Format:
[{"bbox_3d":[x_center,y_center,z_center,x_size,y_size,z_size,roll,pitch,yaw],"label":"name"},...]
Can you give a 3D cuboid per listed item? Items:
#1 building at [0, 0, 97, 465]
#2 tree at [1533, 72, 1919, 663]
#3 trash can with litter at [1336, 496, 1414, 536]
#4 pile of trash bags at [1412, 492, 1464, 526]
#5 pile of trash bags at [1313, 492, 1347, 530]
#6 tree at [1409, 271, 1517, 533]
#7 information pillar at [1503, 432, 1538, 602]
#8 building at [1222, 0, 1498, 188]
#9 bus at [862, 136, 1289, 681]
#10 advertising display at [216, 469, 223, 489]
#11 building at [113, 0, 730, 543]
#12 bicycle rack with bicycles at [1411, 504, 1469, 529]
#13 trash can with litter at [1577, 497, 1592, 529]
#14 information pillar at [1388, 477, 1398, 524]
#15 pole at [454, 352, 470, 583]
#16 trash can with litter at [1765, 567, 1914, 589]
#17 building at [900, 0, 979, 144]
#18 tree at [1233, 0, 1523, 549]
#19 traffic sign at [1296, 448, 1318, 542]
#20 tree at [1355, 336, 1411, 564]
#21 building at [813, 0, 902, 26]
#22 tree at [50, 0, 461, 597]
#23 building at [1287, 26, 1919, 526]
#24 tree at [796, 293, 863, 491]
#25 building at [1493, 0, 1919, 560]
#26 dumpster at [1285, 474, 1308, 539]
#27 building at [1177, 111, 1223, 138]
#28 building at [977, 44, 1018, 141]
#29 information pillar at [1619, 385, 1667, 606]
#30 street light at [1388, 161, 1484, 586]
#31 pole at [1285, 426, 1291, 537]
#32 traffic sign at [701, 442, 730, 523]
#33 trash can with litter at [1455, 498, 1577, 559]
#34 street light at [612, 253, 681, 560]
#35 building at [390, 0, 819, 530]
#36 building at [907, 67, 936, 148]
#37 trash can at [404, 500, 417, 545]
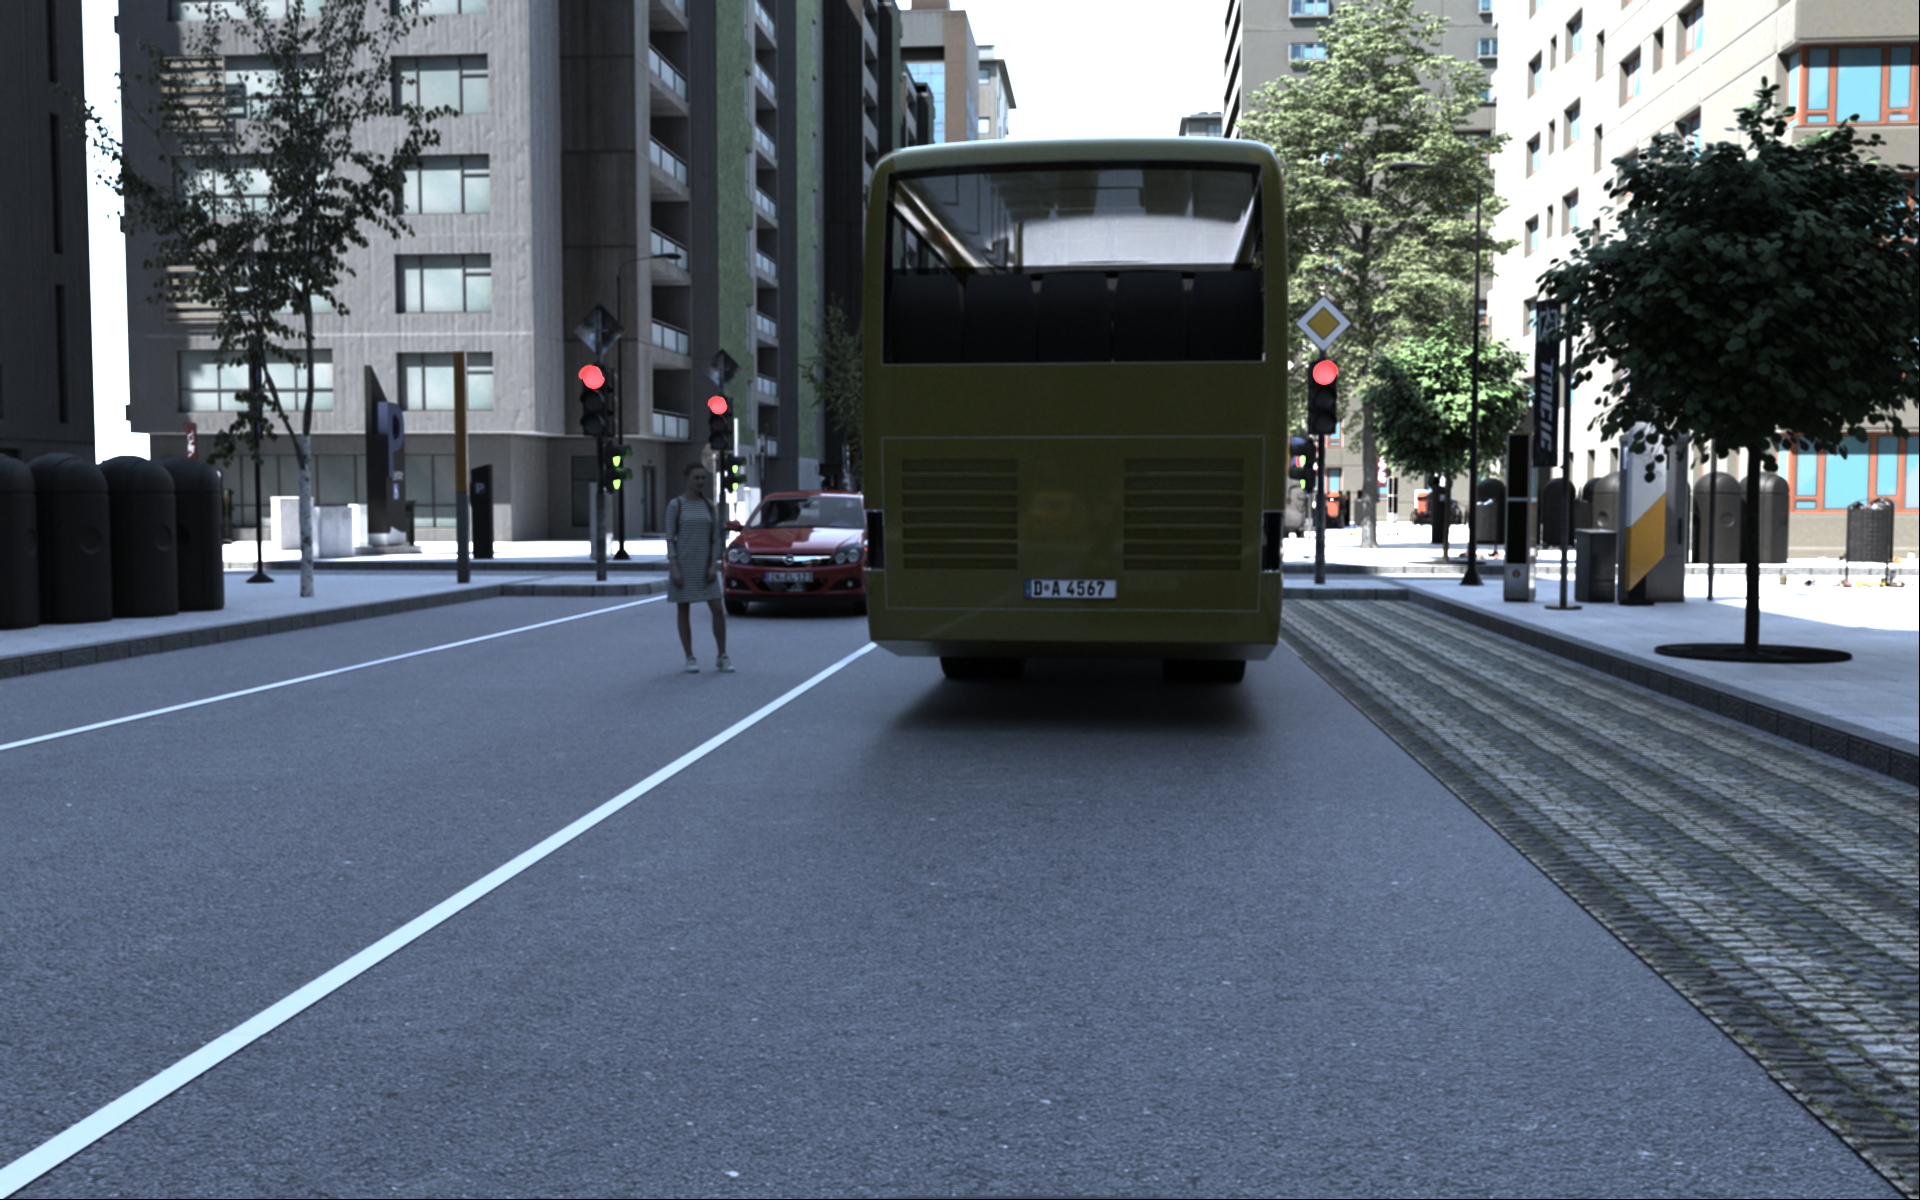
[{"bbox_3d":[-34.256,-16.828,46.847,14.107,30.474,14.160,0,4,5],"label":"building"},{"bbox_3d":[6.304,-1.838,13.769,4.285,4.588,4.351,0,3,0],"label":"tree"},{"bbox_3d":[12.683,-2.556,52.844,2.233,1.210,1.678,1,4,20],"label":"trash can with litter"},{"bbox_3d":[19.673,-3.800,71.875,1.912,1.369,3.447,2,4,33],"label":"pile of trash bags"},{"bbox_3d":[13.297,-3.300,63.715,1.912,1.369,3.447,0,4,-6],"label":"pile of trash bags"},{"bbox_3d":[15.907,-6.469,56.136,4.737,8.622,4.395,0,3,0],"label":"tree"},{"bbox_3d":[6.691,-0.988,20.654,0.304,2.012,0.304,2,4,34],"label":"information pillar"},{"bbox_3d":[30.905,-30.914,129.143,21.300,48.544,21.600,0,4,5],"label":"building"},{"bbox_3d":[1.371,-1.509,16.213,2.896,3.916,12.252,0,4,7],"label":"bus"},{"bbox_3d":[-19.602,-2.422,44.818,0.974,1.923,0.123,-2,4,-27],"label":"advertising display"},{"bbox_3d":[-14.488,-22.459,50.802,14.154,41.232,14.086,0,4,5],"label":"building"},{"bbox_3d":[18.214,-3.122,64.431,2.852,0.926,2.925,0,4,2],"label":"bicycle rack with bicycles"},{"bbox_3d":[14.232,-1.812,40.690,2.233,1.210,1.678,-1,4,-22],"label":"trash can with litter"},{"bbox_3d":[18.568,-4.268,74.273,0.304,2.012,0.304,-2,4,-31],"label":"information pillar"},{"bbox_3d":[-7.170,-1.902,24.937,0.158,3.312,0.155,0,3,0],"label":"pole"},{"bbox_3d":[12.185,-0.799,24.117,2.233,1.210,1.678,1,4,18],"label":"trash can with litter"},{"bbox_3d":[-5.704,-31.139,159.232,14.600,45.320,14.200,0,4,5],"label":"building"},{"bbox_3d":[9.175,-7.437,39.717,7.486,12.596,7.792,0,3,0],"label":"tree"},{"bbox_3d":[9.282,-2.803,45.928,0.768,2.556,0.104,1,4,11],"label":"traffic sign"},{"bbox_3d":[8.869,-2.937,31.726,4.285,4.588,4.351,0,3,0],"label":"tree"},{"bbox_3d":[-10.936,-19.779,95.089,14.160,30.474,14.107,0,4,5],"label":"building"},{"bbox_3d":[-8.399,-4.343,21.376,4.360,8.622,3.978,0,3,0],"label":"tree"},{"bbox_3d":[31.516,-15.070,91.439,27.650,21.520,28.899,0,4,5],"label":"building"},{"bbox_3d":[-3.905,-6.950,63.995,4.737,8.622,4.395,0,3,0],"label":"tree"},{"bbox_3d":[31.759,-12.283,45.868,28.899,21.520,27.650,0,4,5],"label":"building"},{"bbox_3d":[9.429,-2.725,50.308,1.264,1.857,1.865,0,4,5],"label":"dumpster"},{"bbox_3d":[43.734,-39.468,234.540,28.713,52.752,27.495,0,4,5],"label":"building"},{"bbox_3d":[-8.042,-37.939,209.533,28.713,52.752,27.495,0,4,5],"label":"building"},{"bbox_3d":[7.893,-1.747,19.916,0.504,3.616,0.183,-1,4,-17],"label":"information pillar"},{"bbox_3d":[6.683,-3.167,24.317,1.470,5.913,1.316,0,4,5],"label":"street light"},{"bbox_3d":[9.690,-3.522,51.425,0.158,3.312,0.155,0,3,0],"label":"pole"},{"bbox_3d":[-5.853,-2.530,41.472,0.768,2.556,0.104,1,4,13],"label":"traffic sign"},{"bbox_3d":[10.980,-1.460,34.923,2.233,1.210,1.678,0,4,3],"label":"trash can with litter"},{"bbox_3d":[-6.055,-3.730,33.533,1.470,5.913,1.316,0,4,5],"label":"street light"},{"bbox_3d":[-14.142,-23.811,72.903,14.154,41.232,14.086,0,4,5],"label":"building"},{"bbox_3d":[-9.331,-21.111,116.865,14.160,30.474,14.107,0,4,5],"label":"building"},{"bbox_3d":[-12.658,-1.683,39.165,0.748,1.137,0.748,0,3,0],"label":"trash can"}]
